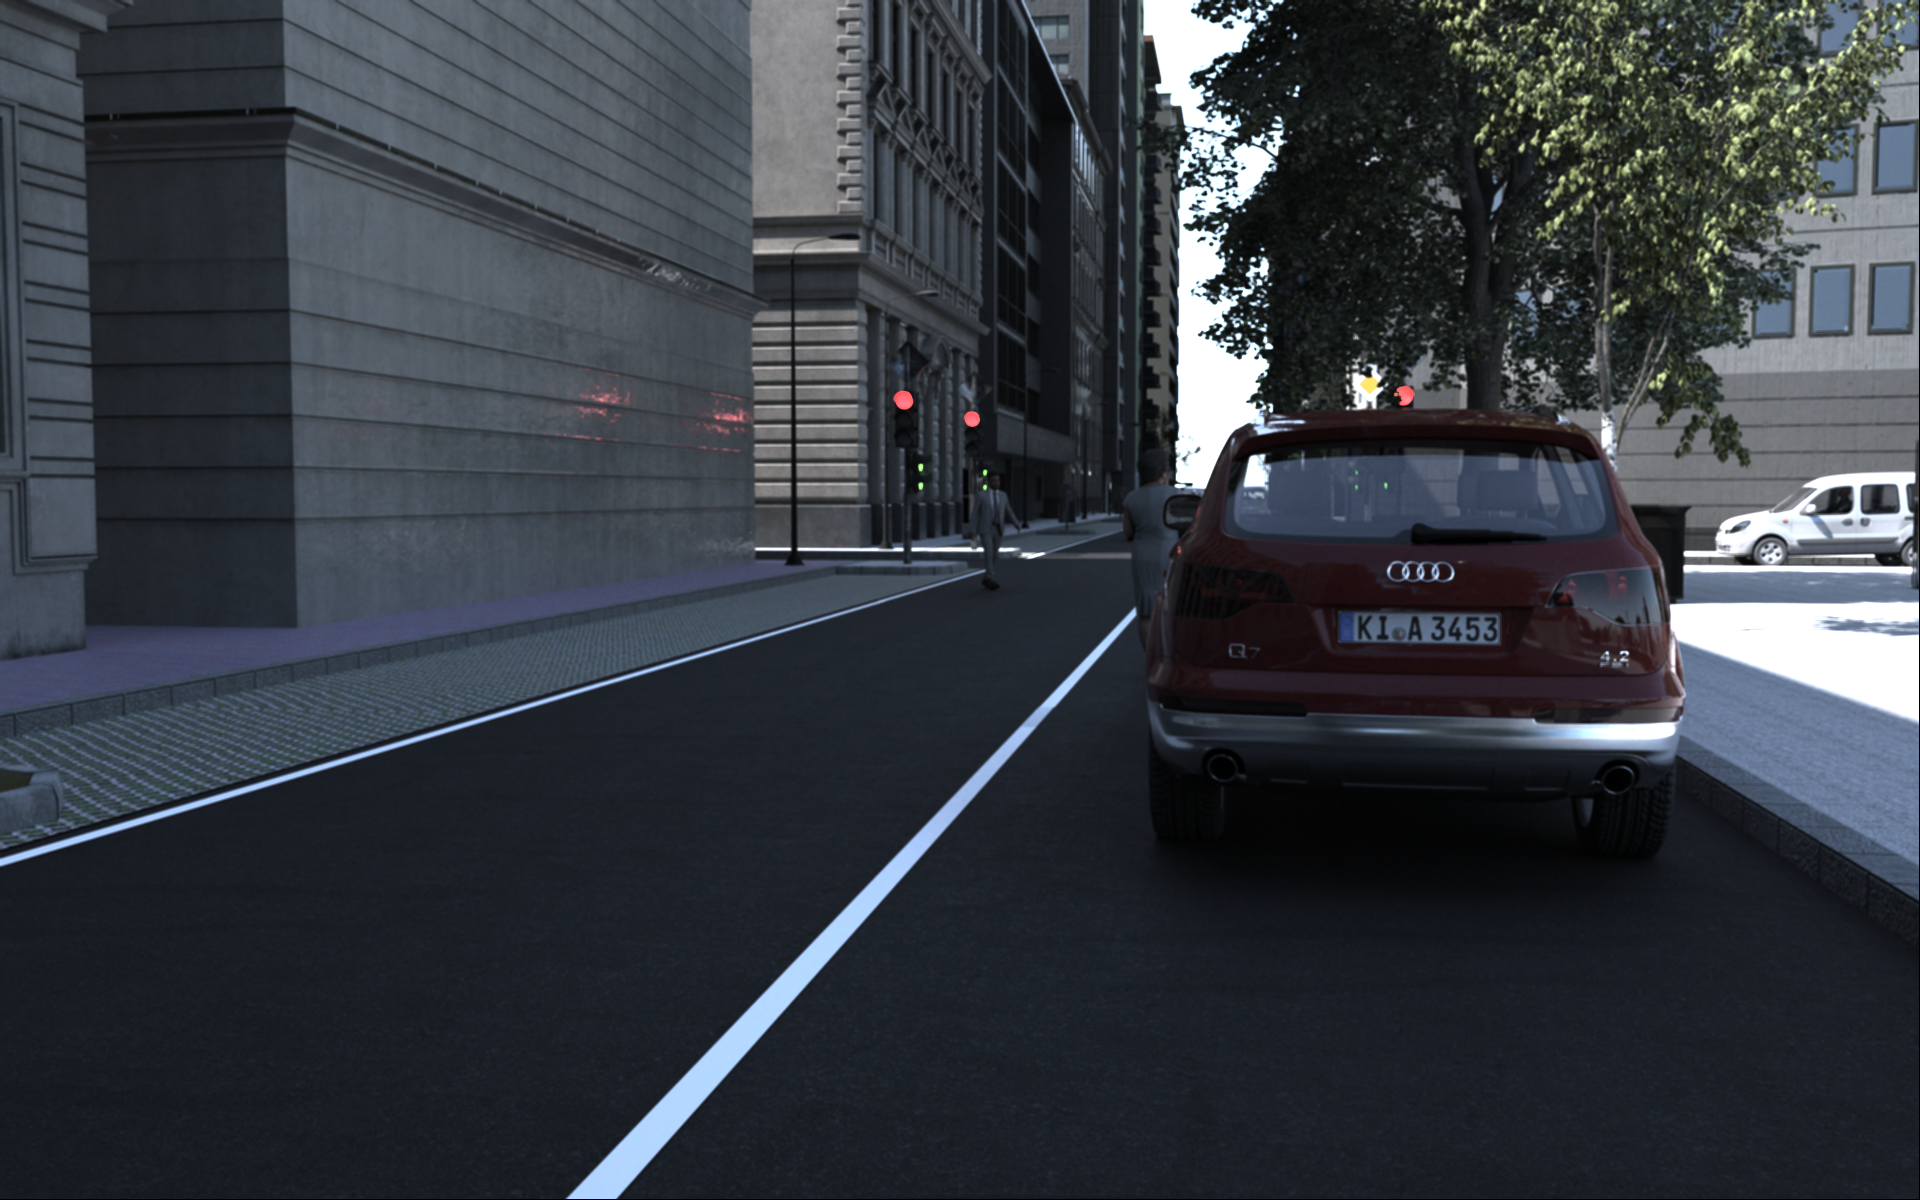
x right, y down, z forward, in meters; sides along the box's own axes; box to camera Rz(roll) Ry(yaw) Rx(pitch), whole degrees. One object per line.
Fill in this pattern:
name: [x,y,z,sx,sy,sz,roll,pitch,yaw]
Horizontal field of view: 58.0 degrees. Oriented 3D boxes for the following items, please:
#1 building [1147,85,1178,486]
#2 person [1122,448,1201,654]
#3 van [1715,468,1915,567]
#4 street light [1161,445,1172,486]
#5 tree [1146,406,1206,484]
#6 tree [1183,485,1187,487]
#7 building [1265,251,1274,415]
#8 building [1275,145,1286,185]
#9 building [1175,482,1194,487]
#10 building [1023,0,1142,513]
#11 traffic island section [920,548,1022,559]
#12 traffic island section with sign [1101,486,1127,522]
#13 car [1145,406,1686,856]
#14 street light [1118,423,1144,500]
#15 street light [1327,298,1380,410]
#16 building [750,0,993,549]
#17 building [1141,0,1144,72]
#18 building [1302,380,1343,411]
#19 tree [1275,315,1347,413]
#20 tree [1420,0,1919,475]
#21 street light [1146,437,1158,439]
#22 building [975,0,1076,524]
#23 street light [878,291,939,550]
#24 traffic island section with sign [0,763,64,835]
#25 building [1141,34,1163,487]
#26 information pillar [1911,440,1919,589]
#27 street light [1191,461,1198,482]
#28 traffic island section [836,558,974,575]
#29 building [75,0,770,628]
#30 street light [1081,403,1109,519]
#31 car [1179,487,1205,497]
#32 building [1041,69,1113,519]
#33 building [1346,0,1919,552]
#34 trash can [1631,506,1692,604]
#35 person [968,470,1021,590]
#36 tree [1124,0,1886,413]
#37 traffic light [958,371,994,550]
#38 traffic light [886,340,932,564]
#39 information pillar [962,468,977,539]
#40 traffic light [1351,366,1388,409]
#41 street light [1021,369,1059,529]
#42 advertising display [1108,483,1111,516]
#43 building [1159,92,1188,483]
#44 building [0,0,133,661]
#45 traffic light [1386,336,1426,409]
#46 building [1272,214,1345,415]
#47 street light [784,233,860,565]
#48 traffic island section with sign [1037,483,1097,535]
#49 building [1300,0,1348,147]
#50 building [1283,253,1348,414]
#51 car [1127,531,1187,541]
building: [14.985,-35.784,208.769,21.300,48.544,21.600,1,4,9]
person: [1.626,-0.274,13.342,0.716,1.782,0.532,1,4,21]
van: [16.984,-1.637,33.769,4.112,2.044,2.013,1,4,10]
street light: [19.303,-11.731,164.340,1.470,5.913,1.316,1,4,9]
tree: [21.782,-15.174,182.503,8.767,10.594,7.601,1,4,13]
tree: [35.639,-16.975,272.139,1.663,3.219,1.824,0,3,0]
building: [55.705,-36.550,252.220,22.147,44.769,28.867,1,4,9]
building: [52.065,-36.910,227.178,21.300,48.544,21.600,1,4,9]
building: [18.809,-34.726,259.647,32.217,40.220,23.993,1,4,9]
building: [5.247,-26.792,121.641,14.154,41.232,14.086,1,4,9]
traffic island section: [0.305,-1.067,39.724,2.009,0.180,2.903,1,4,9]
traffic island section with sign: [8.228,-4.856,88.028,1.989,1.847,2.006,1,4,9]
car: [2.091,0.009,8.532,2.281,1.827,5.304,1,4,11]
street light: [11.337,-8.751,115.616,1.470,5.913,1.316,1,4,9]
street light: [9.158,-4.144,40.288,1.470,5.913,1.316,1,4,9]
building: [-5.560,-13.508,49.739,11.050,23.489,19.941,1,4,9]
building: [3.512,-31.584,140.102,21.300,48.544,21.600,1,4,9]
building: [29.964,-47.508,89.423,22.319,86.520,31.000,1,4,9]
tree: [14.892,-7.291,69.570,4.360,8.622,3.978,0,3,0]
tree: [6.123,-3.986,15.526,4.737,8.622,4.395,0,3,0]
street light: [15.322,-10.272,140.480,1.470,5.913,1.316,1,4,9]
building: [-3.479,-15.657,75.055,14.314,24.678,30.058,1,4,9]
street light: [-1.173,-4.115,39.823,1.470,5.913,1.316,1,4,9]
traffic island section with sign: [-5.004,0.084,7.247,1.989,1.847,2.006,1,4,9]
building: [7.773,-31.227,165.189,22.147,44.769,28.867,1,4,9]
information pillar: [13.079,-1.156,23.390,0.304,2.012,0.304,1,4,17]
street light: [32.550,-16.685,245.338,1.470,5.913,1.316,1,4,9]
traffic island section: [-0.986,-0.585,31.844,2.009,0.180,2.903,1,4,9]
building: [-26.217,-15.319,26.875,44.131,29.872,17.030,1,4,9]
street light: [6.904,-7.091,88.481,1.470,5.913,1.316,1,4,9]
car: [11.779,-4.872,88.326,2.281,1.827,5.304,1,4,9]
building: [1.844,-18.638,102.000,12.463,27.353,25.104,1,4,9]
building: [25.315,-30.770,45.081,28.212,58.520,21.231,1,4,9]
trash can: [8.175,-0.531,20.330,0.748,1.137,0.748,0,3,0]
person: [0.485,-1.059,26.086,0.678,1.792,0.850,-2,4,-24]
tree: [7.091,-7.110,22.896,9.857,13.997,8.962,0,3,0]
traffic light: [0.343,-3.099,39.583,0.839,4.253,0.868,1,4,9]
traffic light: [-0.948,-2.617,31.703,0.839,4.253,0.868,1,4,9]
information pillar: [0.272,-2.732,49.156,0.304,2.012,0.304,-3,5,-45]
traffic light: [8.992,-3.013,38.188,0.839,4.253,0.868,1,4,9]
street light: [2.965,-5.616,64.364,1.470,5.913,1.316,1,4,9]
advertising display: [8.662,-5.815,100.289,0.123,1.923,0.974,0,4,8]
building: [15.787,-39.418,233.721,28.713,52.752,27.495,1,4,9]
building: [-13.670,-10.315,4.809,11.583,22.565,21.152,1,4,9]
traffic light: [7.701,-2.531,30.307,0.839,4.253,0.868,1,4,9]
building: [35.825,-23.691,159.046,14.160,30.474,14.107,1,4,9]
street light: [-2.459,-3.577,31.021,1.470,5.913,1.316,1,4,9]
traffic island section with sign: [3.805,-3.207,61.063,1.989,1.847,2.006,1,4,9]
building: [42.461,-45.017,174.277,20.563,71.187,20.611,1,4,9]
building: [39.939,-17.851,136.900,27.650,21.520,28.899,1,4,9]
car: [6.270,-2.617,54.582,2.131,1.459,4.920,1,4,9]
